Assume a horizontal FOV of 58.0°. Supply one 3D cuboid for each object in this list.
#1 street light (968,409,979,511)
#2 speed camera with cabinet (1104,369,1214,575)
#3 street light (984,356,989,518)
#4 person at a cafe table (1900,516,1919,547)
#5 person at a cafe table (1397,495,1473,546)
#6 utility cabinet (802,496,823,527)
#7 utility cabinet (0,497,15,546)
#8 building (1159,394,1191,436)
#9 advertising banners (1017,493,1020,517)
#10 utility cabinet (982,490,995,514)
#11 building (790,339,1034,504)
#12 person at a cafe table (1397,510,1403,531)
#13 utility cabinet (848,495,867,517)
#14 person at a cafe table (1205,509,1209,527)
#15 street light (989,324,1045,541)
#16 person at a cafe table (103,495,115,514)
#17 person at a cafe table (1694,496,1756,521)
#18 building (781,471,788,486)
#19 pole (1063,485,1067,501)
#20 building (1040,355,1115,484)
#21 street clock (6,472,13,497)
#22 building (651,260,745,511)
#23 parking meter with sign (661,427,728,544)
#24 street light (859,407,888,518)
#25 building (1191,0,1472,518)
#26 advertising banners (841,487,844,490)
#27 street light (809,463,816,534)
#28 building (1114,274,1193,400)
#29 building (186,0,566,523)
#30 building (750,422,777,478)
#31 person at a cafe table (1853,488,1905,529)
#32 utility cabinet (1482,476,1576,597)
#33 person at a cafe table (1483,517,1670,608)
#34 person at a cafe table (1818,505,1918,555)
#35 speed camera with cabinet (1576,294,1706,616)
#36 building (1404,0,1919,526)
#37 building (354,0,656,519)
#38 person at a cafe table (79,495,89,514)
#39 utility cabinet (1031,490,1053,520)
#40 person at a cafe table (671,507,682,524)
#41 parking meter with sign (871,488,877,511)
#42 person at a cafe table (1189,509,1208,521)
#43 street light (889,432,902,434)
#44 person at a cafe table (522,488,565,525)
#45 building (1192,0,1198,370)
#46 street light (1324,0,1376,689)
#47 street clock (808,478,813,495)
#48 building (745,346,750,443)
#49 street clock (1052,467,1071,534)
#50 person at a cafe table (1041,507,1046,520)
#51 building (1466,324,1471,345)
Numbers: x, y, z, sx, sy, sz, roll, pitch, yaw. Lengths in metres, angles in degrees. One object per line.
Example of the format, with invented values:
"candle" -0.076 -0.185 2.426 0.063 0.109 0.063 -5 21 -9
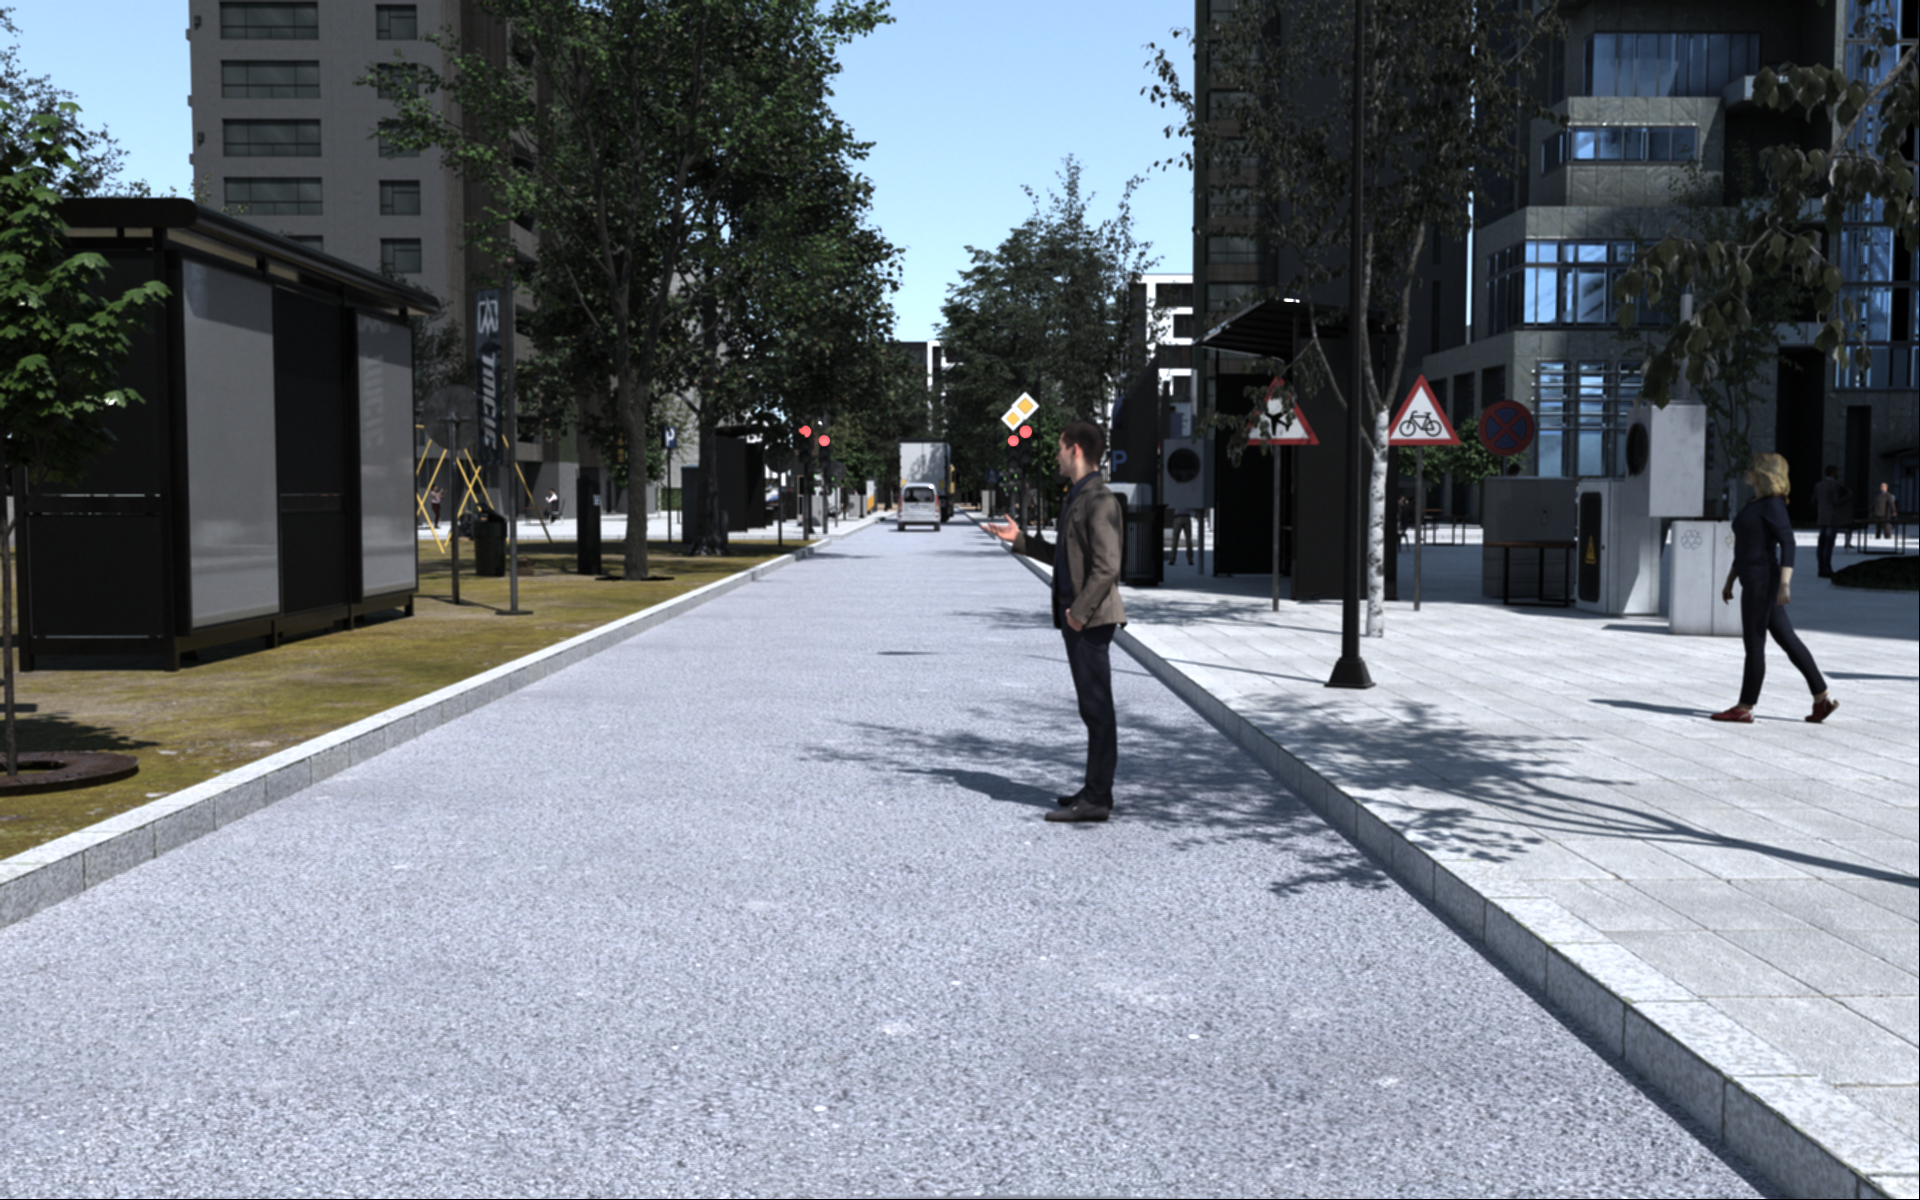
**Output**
"street light" 1.105 -7.460 94.516 1.470 5.913 1.316 0 4 -1
"speed camera with cabinet" 3.018 -2.044 27.752 2.038 3.252 0.660 2 4 27
"street light" 1.518 -5.248 58.339 1.470 5.913 1.316 0 4 -1
"person at a cafe table" 25.406 -2.055 44.453 1.698 1.238 1.726 1 4 13
"person at a cafe table" 11.825 -2.003 43.610 1.726 1.238 1.698 0 4 2
"utility cabinet" -5.759 -3.498 68.351 0.306 1.237 1.020 3 5 41
"utility cabinet" -23.889 -1.953 43.096 1.020 1.237 0.306 3 4 38
"building" 20.015 -12.531 147.032 9.099 9.664 28.070 0 4 -1
"advertising banners" 4.115 -5.934 93.207 2.074 3.025 0.090 0 4 -5
"utility cabinet" 1.954 -6.023 107.150 1.173 1.500 0.318 0 4 7
"building" -6.634 -24.383 242.632 32.646 21.610 27.936 0 4 -1
"person at a cafe table" 14.789 -3.199 60.813 1.698 1.524 1.622 -2 4 -30
"utility cabinet" -5.622 -5.152 95.392 1.020 1.237 0.306 -1 4 -11
"person at a cafe table" 10.170 -3.515 65.987 1.698 1.524 1.622 0 4 -6
"street light" 1.631 -4.588 47.554 1.470 5.913 1.316 0 4 -1
"person at a cafe table" -52.712 -5.930 107.808 1.698 1.238 1.726 -1 4 -21
"person at a cafe table" 18.678 -1.893 41.813 1.698 1.238 1.726 -3 5 -41
"building" -37.328 -17.760 232.523 28.070 9.664 9.099 0 4 -1
"pole" 3.976 -4.418 66.084 0.158 3.312 0.155 0 3 0
"building" 15.450 -23.249 236.533 11.380 20.091 16.016 0 4 -1
"street clock" -24.265 -2.435 44.380 0.358 2.002 0.471 3 5 40
"building" -28.305 -17.118 146.343 16.747 18.905 31.486 0 4 -1
"parking meter with sign" -6.783 -2.952 44.529 1.738 3.016 0.543 2 4 24
"street light" -4.664 -7.278 91.538 1.470 5.913 1.316 0 4 -1
"building" 20.120 -20.007 98.816 14.160 30.474 14.107 0 4 -1
"advertising banners" -8.457 -7.118 112.560 2.074 3.025 0.090 0 4 1
"street light" -4.259 -5.065 55.361 1.470 5.913 1.316 0 4 -1
"building" 29.463 -20.373 177.077 27.936 21.610 32.646 0 4 -1
"building" -26.831 -19.024 82.747 14.160 30.474 14.107 0 4 -1
"building" -34.675 -15.056 188.309 28.070 9.664 9.099 0 4 -1
"person at a cafe table" 33.998 -3.393 63.995 1.622 1.524 1.698 -2 4 -29
"utility cabinet" 7.079 -0.785 21.515 1.173 1.500 0.318 -1 4 -21
"person at a cafe table" 7.194 -0.553 19.906 1.726 1.238 1.698 3 5 40
"person at a cafe table" 19.446 -1.618 37.319 1.726 1.238 1.698 1 4 21
"speed camera with cabinet" 7.029 -1.445 17.958 0.660 3.252 2.038 0 4 1
"building" 37.234 -46.776 77.457 31.000 86.520 22.319 0 4 -1
"building" -26.741 -20.374 104.816 14.160 30.474 14.107 0 4 -1
"person at a cafe table" -45.958 -5.000 90.268 1.622 1.524 1.698 -2 4 -27
"utility cabinet" 4.001 -4.712 85.712 1.173 1.500 0.318 0 4 -5
"person at a cafe table" -11.374 -3.924 75.014 1.698 1.238 1.726 -3 5 -41
"parking meter with sign" -6.376 -8.078 128.340 0.543 3.016 1.738 0 4 -4
"person at a cafe table" 11.461 -4.351 82.005 1.726 1.238 1.698 2 4 34
"street light" -4.986 -9.559 128.825 1.470 5.913 1.316 0 4 -1
"person at a cafe table" -17.133 -3.847 71.418 1.622 1.524 1.698 0 4 -8
"building" 24.533 -28.942 123.317 14.600 45.320 14.200 0 4 -1
"street light" 2.062 -2.375 11.377 1.470 5.913 1.316 0 4 -1
"street clock" -5.760 -3.760 66.043 0.358 2.002 0.471 -2 4 -30
"building" -28.404 -19.062 168.079 16.016 20.091 11.380 0 4 -1
"street clock" 2.696 -2.535 46.019 0.471 2.002 0.358 2 4 24
"person at a cafe table" 4.509 -3.835 73.557 1.726 1.238 1.698 3 5 44
"building" 61.462 -19.534 185.839 31.486 18.905 16.747 0 4 -1
